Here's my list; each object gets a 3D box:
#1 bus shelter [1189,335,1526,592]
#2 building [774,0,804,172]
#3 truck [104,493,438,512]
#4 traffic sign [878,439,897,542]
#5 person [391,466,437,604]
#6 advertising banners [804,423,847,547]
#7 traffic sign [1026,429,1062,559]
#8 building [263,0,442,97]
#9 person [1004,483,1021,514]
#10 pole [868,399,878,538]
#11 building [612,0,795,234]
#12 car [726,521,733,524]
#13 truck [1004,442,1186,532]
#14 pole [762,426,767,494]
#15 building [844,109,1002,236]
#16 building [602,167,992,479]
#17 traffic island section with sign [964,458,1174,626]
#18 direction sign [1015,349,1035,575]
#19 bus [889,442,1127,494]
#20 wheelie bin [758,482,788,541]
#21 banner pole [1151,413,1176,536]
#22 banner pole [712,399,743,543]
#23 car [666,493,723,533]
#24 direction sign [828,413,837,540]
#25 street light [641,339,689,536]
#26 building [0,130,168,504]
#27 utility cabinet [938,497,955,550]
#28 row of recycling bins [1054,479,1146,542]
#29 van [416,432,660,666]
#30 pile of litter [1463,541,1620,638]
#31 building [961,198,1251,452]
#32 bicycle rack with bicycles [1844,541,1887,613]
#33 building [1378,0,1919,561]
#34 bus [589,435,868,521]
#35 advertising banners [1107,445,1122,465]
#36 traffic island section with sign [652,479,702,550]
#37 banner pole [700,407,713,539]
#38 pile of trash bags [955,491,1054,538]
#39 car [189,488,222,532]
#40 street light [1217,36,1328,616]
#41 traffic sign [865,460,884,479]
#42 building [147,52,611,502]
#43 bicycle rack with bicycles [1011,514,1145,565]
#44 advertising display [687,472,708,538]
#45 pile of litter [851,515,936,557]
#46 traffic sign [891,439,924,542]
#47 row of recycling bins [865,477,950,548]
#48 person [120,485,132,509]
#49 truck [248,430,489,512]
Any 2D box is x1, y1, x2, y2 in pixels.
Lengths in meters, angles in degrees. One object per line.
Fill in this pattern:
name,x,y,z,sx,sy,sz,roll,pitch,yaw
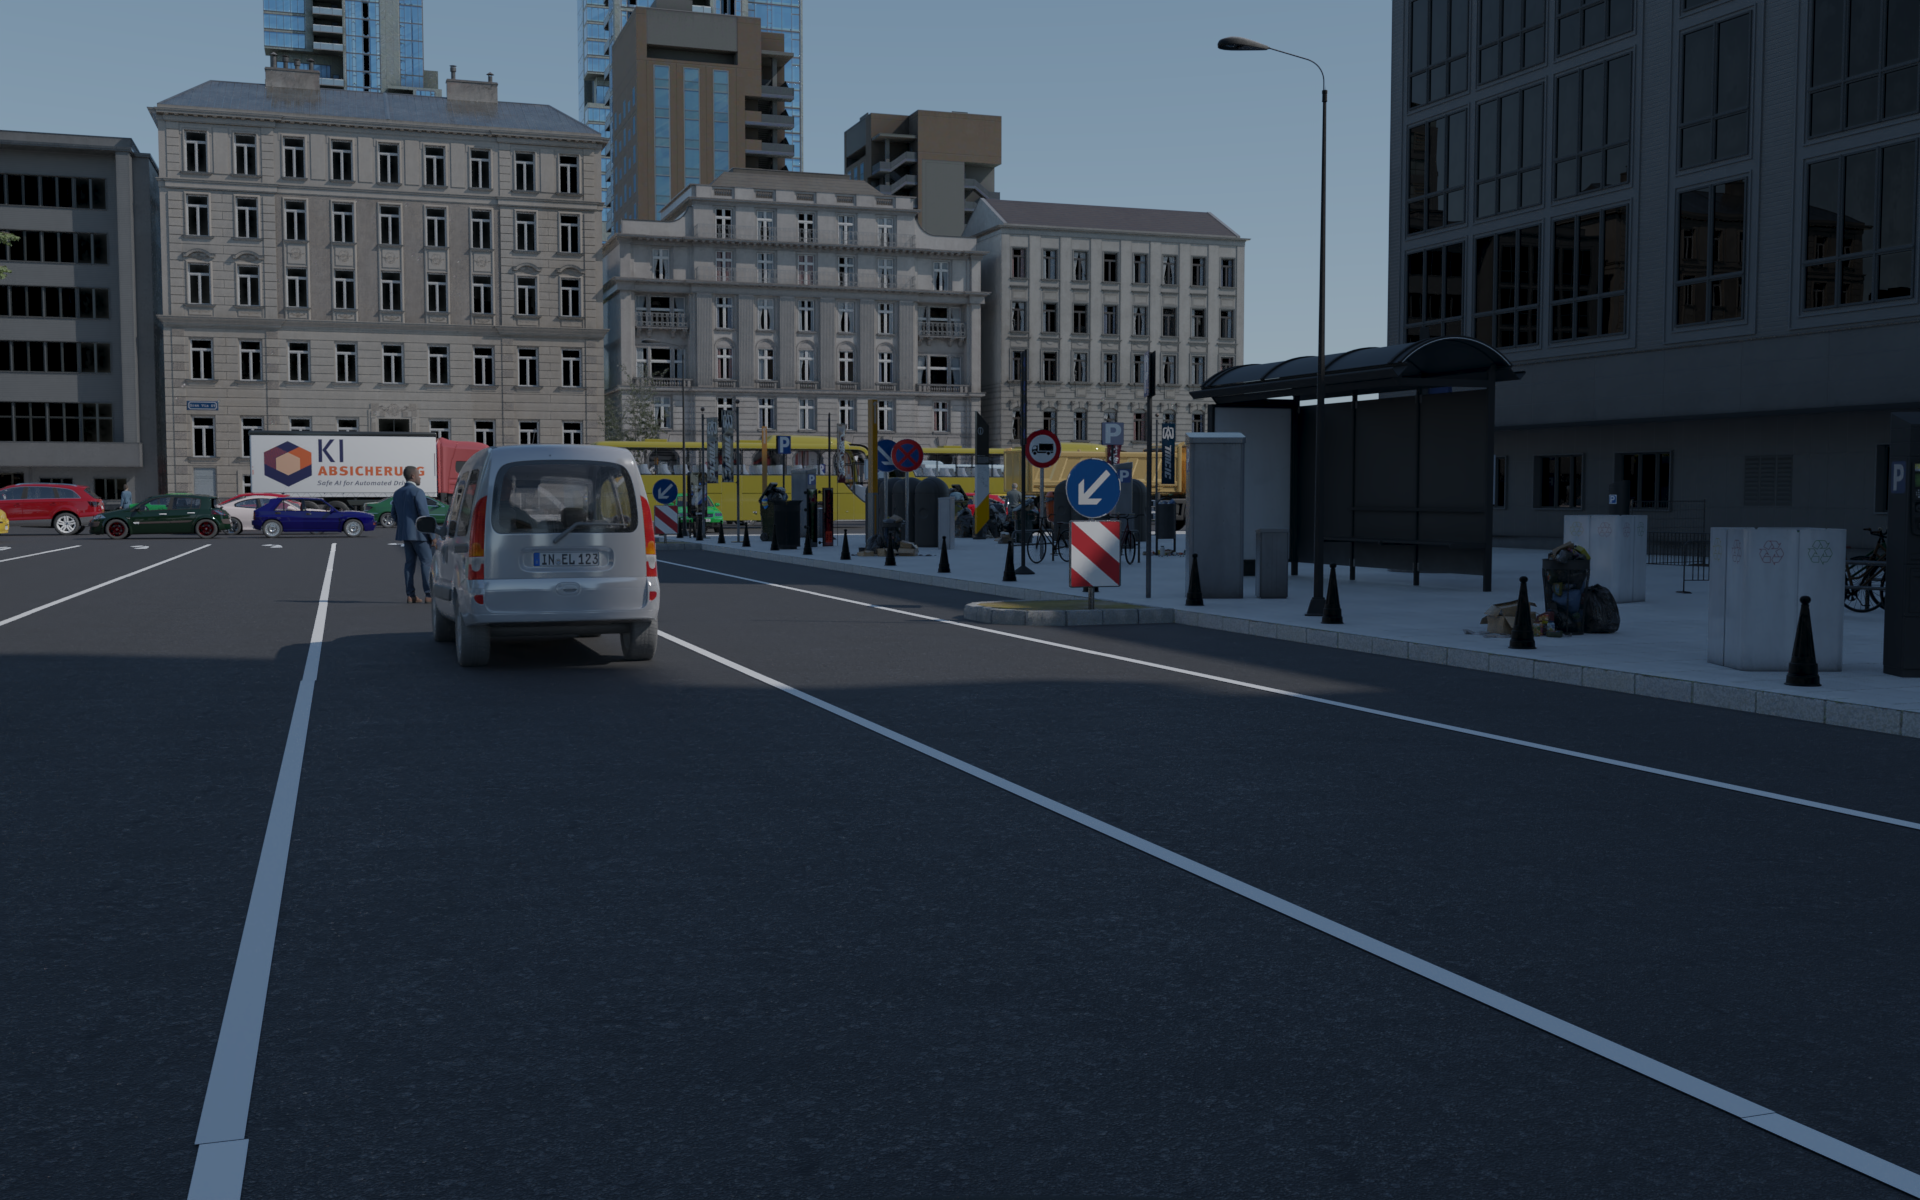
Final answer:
bus shelter,5.433,-1.883,24.716,2.014,3.302,5.546,-1,4,-20
building,-28.567,-53.086,180.629,22.319,86.520,31.000,-1,4,-20
truck,-32.005,-5.593,81.203,18.799,4.110,2.967,-1,4,-19
traffic sign,-1.725,-2.460,40.333,0.768,2.556,0.104,-1,4,-14
person,-7.135,-0.858,22.718,0.721,1.800,0.419,2,4,24
advertising banners,-3.253,-2.824,42.363,0.090,3.025,2.074,2,4,26
traffic sign,1.613,-2.078,34.080,0.768,2.556,0.104,-1,4,-13
building,-90.537,-57.848,258.493,31.000,86.520,22.319,-1,4,-20
person,1.823,-3.064,58.777,0.661,1.801,0.590,0,4,5
pole,-1.879,-2.662,37.369,0.158,3.312,0.155,0,3,0
building,-23.832,-31.163,159.626,14.600,45.320,14.200,-1,4,-20
car,-12.157,-4.376,83.343,2.131,1.459,4.920,-1,4,-20
truck,6.599,-4.231,65.108,9.791,3.379,3.469,-1,4,-20
pole,-5.891,-3.571,52.231,0.158,3.312,0.155,0,3,0
building,-4.491,-33.546,198.588,14.200,45.320,14.600,-1,4,-20
building,-11.506,-16.624,113.595,24.055,21.916,13.314,-1,4,-20
traffic island section with sign,1.124,-0.686,19.850,1.989,1.847,2.006,-1,4,-20
direction sign,1.012,-2.179,27.617,0.379,3.537,0.876,0,4,-3
bus,2.763,-5.564,82.525,12.252,3.916,2.896,-1,4,-21
wheelie bin,-5.059,-2.396,47.090,0.693,1.594,0.980,1,4,11
banner pole,6.306,-3.895,53.704,0.863,3.779,0.401,-1,4,-19
banner pole,-5.993,-3.396,45.536,0.401,3.779,0.863,2,4,34
car,-10.172,-3.467,65.478,1.959,1.807,4.718,-1,4,-19
direction sign,-3.663,-3.462,48.609,0.379,3.537,0.876,0,4,-6
street light,-8.863,-4.871,52.176,1.470,5.913,1.316,-1,4,-20
building,-60.982,-16.992,96.892,30.058,24.678,14.314,-1,4,-20
utility cabinet,-0.322,-1.791,40.439,0.306,1.237,1.020,0,4,6
row of recycling bins,3.842,-2.493,47.875,1.069,1.692,3.534,-3,4,-36
van,-3.919,-0.547,15.954,2.013,2.044,4.112,-1,4,-21
pile of litter,5.378,-0.127,16.036,1.719,0.858,1.176,-1,4,-17
building,9.436,-16.503,118.983,18.267,20.994,9.793,-1,4,-20
bicycle rack with bicycles,9.767,-0.289,18.105,2.852,0.926,2.925,-2,4,-31
building,20.761,-14.742,34.537,14.314,27.812,24.014,-1,4,-20
bus,-9.309,-4.957,72.598,12.252,3.916,2.896,-1,4,-20
advertising banners,4.289,-3.704,56.745,2.074,3.025,0.090,1,4,12
traffic island section with sign,-7.941,-2.243,45.308,1.989,1.847,2.006,-1,4,-20
banner pole,-7.226,-3.657,49.806,0.863,3.779,0.401,3,4,39
pile of trash bags,1.534,-2.534,51.178,3.447,1.369,1.912,-2,4,-24
car,-28.223,-3.305,63.817,2.009,1.686,4.222,-1,4,-19
street light,3.270,-2.777,17.938,1.470,5.913,1.316,-1,4,-20
traffic sign,-2.506,-2.970,50.696,0.606,2.300,0.079,-1,4,-19
building,-34.649,-18.826,105.063,25.104,27.353,12.463,-1,4,-20
bicycle rack with bicycles,2.341,-1.140,32.017,2.852,0.926,2.925,2,4,29
advertising display,-7.700,-2.788,50.794,0.123,1.923,0.974,1,4,22
pile of litter,-1.362,-1.340,35.881,1.719,0.858,1.176,1,4,12
traffic sign,-1.222,-2.441,40.013,0.768,2.556,0.104,-1,4,-12
row of recycling bins,-1.357,-2.196,43.018,1.069,1.692,3.534,-2,4,-29
person,-34.154,-3.823,71.026,0.654,1.822,0.581,3,5,40
truck,-26.266,-5.507,78.952,11.283,4.237,2.839,-1,4,-20
